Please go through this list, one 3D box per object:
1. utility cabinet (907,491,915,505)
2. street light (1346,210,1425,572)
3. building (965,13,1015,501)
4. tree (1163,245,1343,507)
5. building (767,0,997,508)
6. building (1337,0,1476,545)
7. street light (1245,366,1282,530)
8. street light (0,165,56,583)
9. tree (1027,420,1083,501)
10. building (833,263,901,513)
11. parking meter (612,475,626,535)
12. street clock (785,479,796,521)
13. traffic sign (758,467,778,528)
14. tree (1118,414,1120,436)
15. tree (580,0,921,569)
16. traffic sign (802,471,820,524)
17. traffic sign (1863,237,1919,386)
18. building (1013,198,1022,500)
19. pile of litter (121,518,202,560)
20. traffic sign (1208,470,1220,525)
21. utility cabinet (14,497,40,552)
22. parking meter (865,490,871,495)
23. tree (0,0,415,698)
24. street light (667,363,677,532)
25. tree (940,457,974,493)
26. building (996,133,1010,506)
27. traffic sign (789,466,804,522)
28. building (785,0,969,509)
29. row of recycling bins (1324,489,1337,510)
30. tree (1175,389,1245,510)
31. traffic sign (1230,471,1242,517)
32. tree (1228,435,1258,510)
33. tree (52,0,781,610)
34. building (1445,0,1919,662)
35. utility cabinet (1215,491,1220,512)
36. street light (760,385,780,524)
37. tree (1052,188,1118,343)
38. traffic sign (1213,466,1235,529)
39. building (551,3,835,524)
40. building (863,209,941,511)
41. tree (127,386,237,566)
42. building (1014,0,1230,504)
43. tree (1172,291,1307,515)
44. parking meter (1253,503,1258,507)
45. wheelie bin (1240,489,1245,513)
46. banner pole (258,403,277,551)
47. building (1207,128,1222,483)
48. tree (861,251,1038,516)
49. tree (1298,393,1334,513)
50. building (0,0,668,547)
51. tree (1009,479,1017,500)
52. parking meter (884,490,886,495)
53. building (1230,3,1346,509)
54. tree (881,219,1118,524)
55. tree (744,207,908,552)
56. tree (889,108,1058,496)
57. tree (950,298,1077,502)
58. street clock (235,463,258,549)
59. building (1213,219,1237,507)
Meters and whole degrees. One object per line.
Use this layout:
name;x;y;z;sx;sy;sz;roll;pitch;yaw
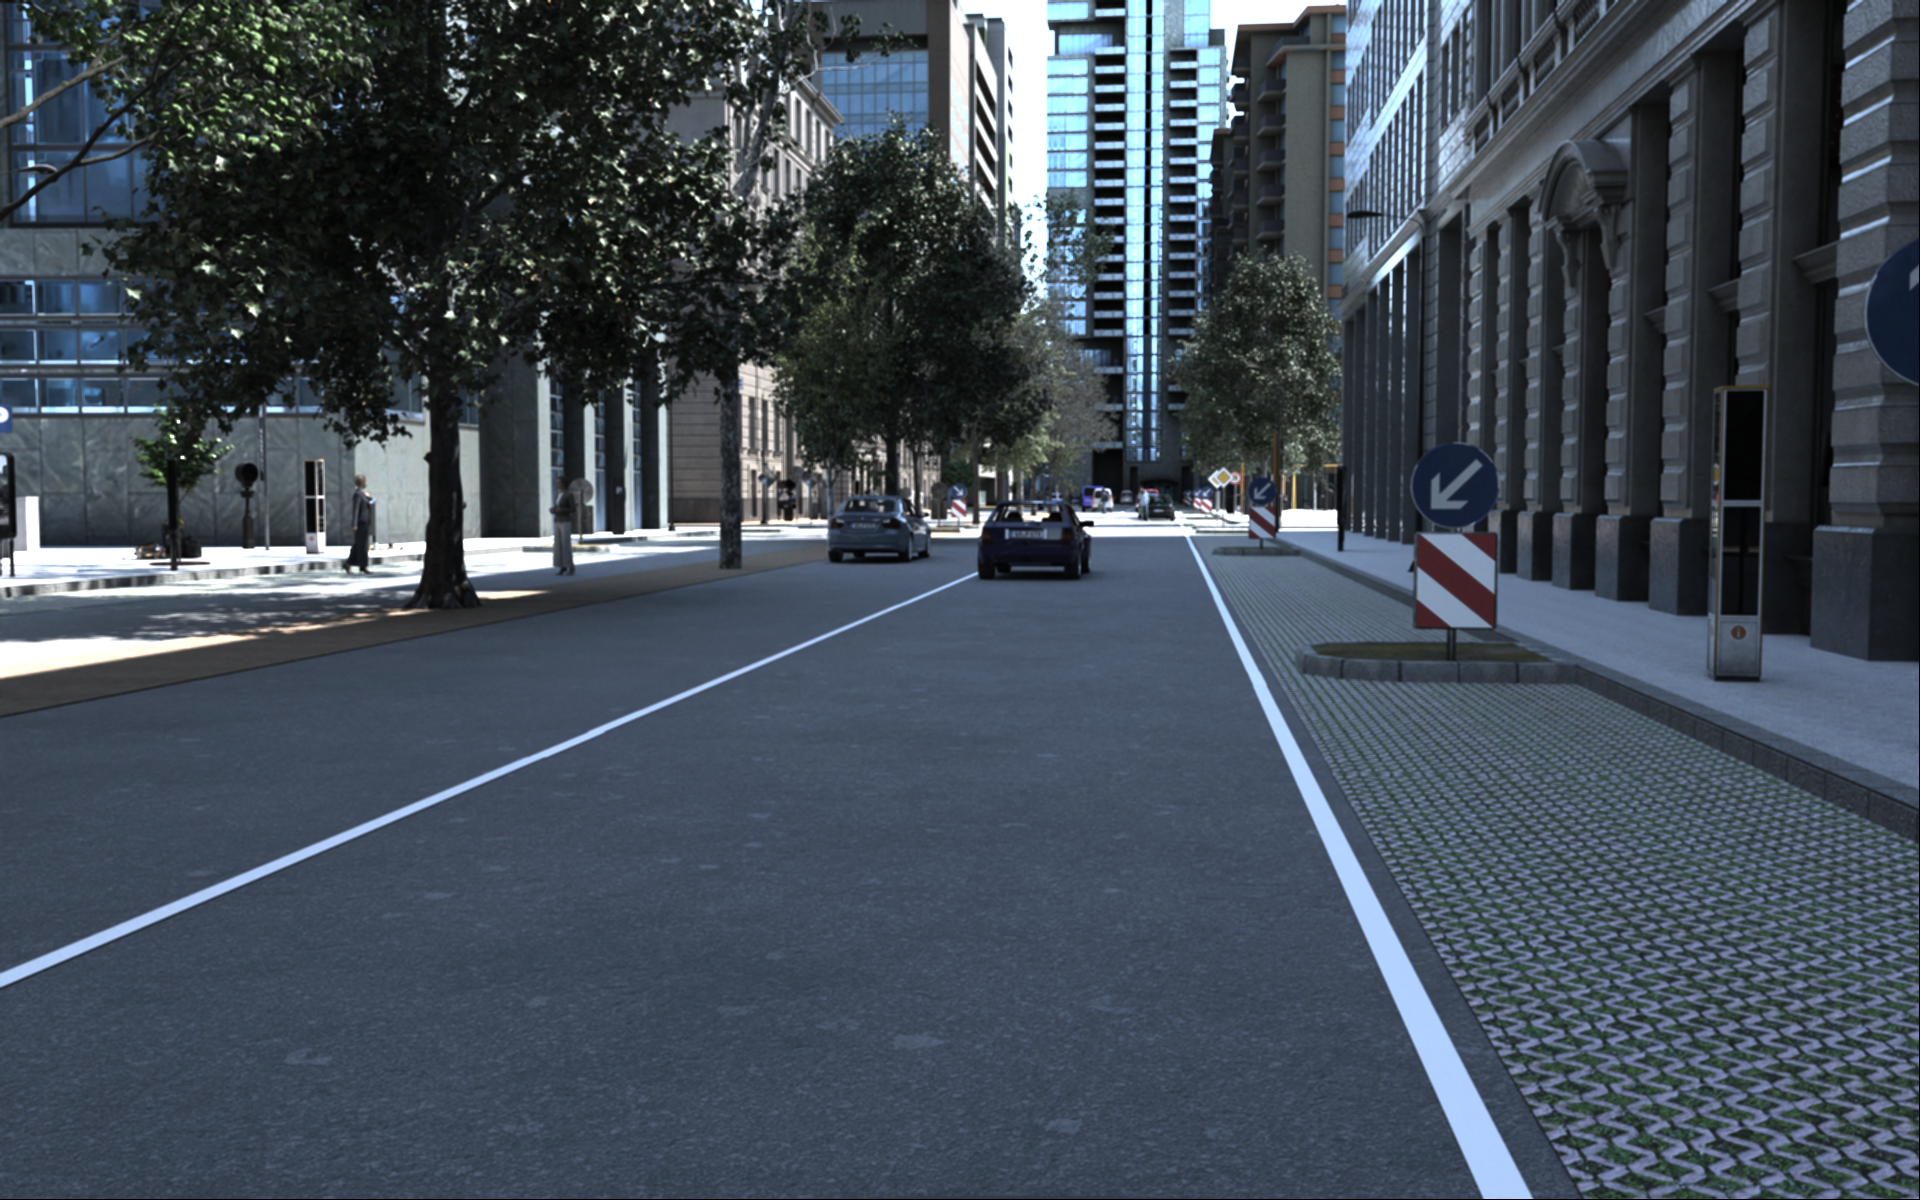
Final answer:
utility cabinet;-3.359;-6.557;115.891;0.318;1.500;1.173;2;4;29
street light;7.021;-3.420;28.458;1.470;5.913;1.316;0;4;7
building;-7.778;-41.043;213.054;28.212;58.520;21.231;0;4;7
tree;14.048;-9.953;79.742;9.611;12.733;9.660;0;3;0
building;-7.946;-33.659;174.032;21.300;48.544;21.600;0;4;7
building;17.095;-16.390;45.471;11.434;29.767;29.804;0;4;7
street light;11.002;-5.517;62.749;1.470;5.913;1.316;0;4;7
street light;-13.445;-3.187;24.655;1.470;5.913;1.316;0;4;7
tree;7.576;-11.084;134.042;4.737;8.622;4.395;0;3;0
building;-9.908;-14.945;108.986;10.561;19.102;19.286;0;4;7
parking meter;-10.663;-2.961;54.130;0.399;1.863;0.255;-2;4;-24
street clock;-7.952;-4.684;81.153;0.471;2.002;0.358;-2;4;-24
traffic sign;-7.228;-3.761;65.127;0.795;2.450;0.064;0;4;7
tree;4.829;-12.231;112.802;12.009;13.543;11.850;0;3;0
tree;-5.492;-10.713;33.507;12.611;20.169;13.585;0;3;0
traffic sign;-6.281;-4.246;73.056;0.795;2.450;0.064;0;4;7
traffic sign;4.804;-0.513;8.495;0.768;2.556;0.104;1;4;11
building;1.089;-34.025;239.898;14.086;41.232;14.154;0;4;7
pile of litter;-15.838;-1.250;34.400;1.176;0.858;1.719;3;5;41
traffic sign;10.542;-4.122;71.035;0.795;2.450;0.064;0;4;7
utility cabinet;-20.945;-1.692;38.827;0.306;1.237;1.020;-1;4;-14
parking meter;-5.143;-5.407;96.822;0.372;1.533;0.369;0;3;0
tree;-7.221;-5.096;11.527;9.928;11.665;9.643;0;3;0
street light;-9.347;-5.300;59.201;1.470;5.913;1.316;0;4;7
tree;-0.052;-9.908;145.716;4.285;4.588;4.351;0;3;0
building;-2.156;-31.065;191.502;14.154;41.232;14.086;0;4;7
traffic sign;-7.377;-4.780;78.256;0.768;2.556;0.104;1;4;10
building;-6.854;-30.907;155.442;14.600;45.320;14.200;0;4;7
row of recycling bins;30.447;-7.912;136.481;3.534;1.692;1.069;1;4;17
tree;21.737;-13.781;143.439;7.486;12.596;7.792;0;3;0
traffic sign;15.228;-5.864;95.977;0.768;2.556;0.104;0;4;8
tree;20.593;-10.808;127.080;4.360;8.622;3.978;0;3;0
tree;-6.474;-6.247;21.598;9.611;12.733;9.660;0;3;0
building;12.814;-11.761;21.170;11.050;23.489;19.941;0;4;7
utility cabinet;18.142;-6.932;122.024;0.318;1.500;1.173;0;4;7
street light;-7.771;-6.147;73.051;1.470;5.913;1.316;0;4;7
tree;2.331;-14.781;100.007;12.611;20.169;13.585;0;3;0
traffic sign;9.595;-3.637;63.106;0.795;2.450;0.064;0;4;7
building;-14.159;-17.717;86.930;12.463;27.353;25.104;0;4;7
building;-8.606;-20.439;131.440;12.463;27.353;25.104;0;4;7
tree;-14.248;-2.248;31.356;1.663;3.219;1.824;0;3;0
building;23.961;-56.713;239.935;31.000;86.520;22.319;0;4;7
tree;17.714;-12.223;106.506;9.857;13.997;8.962;0;3;0
parking meter;19.986;-6.834;117.454;0.255;1.863;0.399;3;5;42
wheelie bin;19.114;-6.587;115.605;0.693;1.594;0.980;-3;4;-37
banner pole;-15.791;-3.012;39.262;0.401;3.779;0.863;-2;4;-32
building;40.339;-33.587;203.778;22.147;44.769;28.867;0;4;7
tree;-1.371;-7.537;60.097;8.767;10.594;7.601;0;4;7
tree;23.701;-10.128;115.952;4.360;8.622;3.978;0;3;0
building;-27.392;-45.183;51.416;31.000;86.520;22.319;0;4;7
tree;6.398;-12.692;202.111;1.663;3.219;1.824;0;3;0
parking meter;-4.408;-5.898;104.842;0.372;1.533;0.369;0;3;0
building;36.114;-30.930;160.329;22.147;44.769;28.867;0;4;7
tree;0.740;-10.041;77.000;12.009;13.543;11.850;0;3;0
tree;-3.198;-5.479;42.406;4.737;8.622;4.395;0;3;0
tree;-2.006;-8.067;51.356;9.611;12.733;9.660;0;3;0
tree;2.066;-10.283;88.705;7.486;12.596;7.792;0;3;0
street clock;-16.570;-2.184;40.281;0.358;2.002;0.471;2;4;31
building;33.825;-25.134;182.636;14.160;30.474;14.107;0;4;7
